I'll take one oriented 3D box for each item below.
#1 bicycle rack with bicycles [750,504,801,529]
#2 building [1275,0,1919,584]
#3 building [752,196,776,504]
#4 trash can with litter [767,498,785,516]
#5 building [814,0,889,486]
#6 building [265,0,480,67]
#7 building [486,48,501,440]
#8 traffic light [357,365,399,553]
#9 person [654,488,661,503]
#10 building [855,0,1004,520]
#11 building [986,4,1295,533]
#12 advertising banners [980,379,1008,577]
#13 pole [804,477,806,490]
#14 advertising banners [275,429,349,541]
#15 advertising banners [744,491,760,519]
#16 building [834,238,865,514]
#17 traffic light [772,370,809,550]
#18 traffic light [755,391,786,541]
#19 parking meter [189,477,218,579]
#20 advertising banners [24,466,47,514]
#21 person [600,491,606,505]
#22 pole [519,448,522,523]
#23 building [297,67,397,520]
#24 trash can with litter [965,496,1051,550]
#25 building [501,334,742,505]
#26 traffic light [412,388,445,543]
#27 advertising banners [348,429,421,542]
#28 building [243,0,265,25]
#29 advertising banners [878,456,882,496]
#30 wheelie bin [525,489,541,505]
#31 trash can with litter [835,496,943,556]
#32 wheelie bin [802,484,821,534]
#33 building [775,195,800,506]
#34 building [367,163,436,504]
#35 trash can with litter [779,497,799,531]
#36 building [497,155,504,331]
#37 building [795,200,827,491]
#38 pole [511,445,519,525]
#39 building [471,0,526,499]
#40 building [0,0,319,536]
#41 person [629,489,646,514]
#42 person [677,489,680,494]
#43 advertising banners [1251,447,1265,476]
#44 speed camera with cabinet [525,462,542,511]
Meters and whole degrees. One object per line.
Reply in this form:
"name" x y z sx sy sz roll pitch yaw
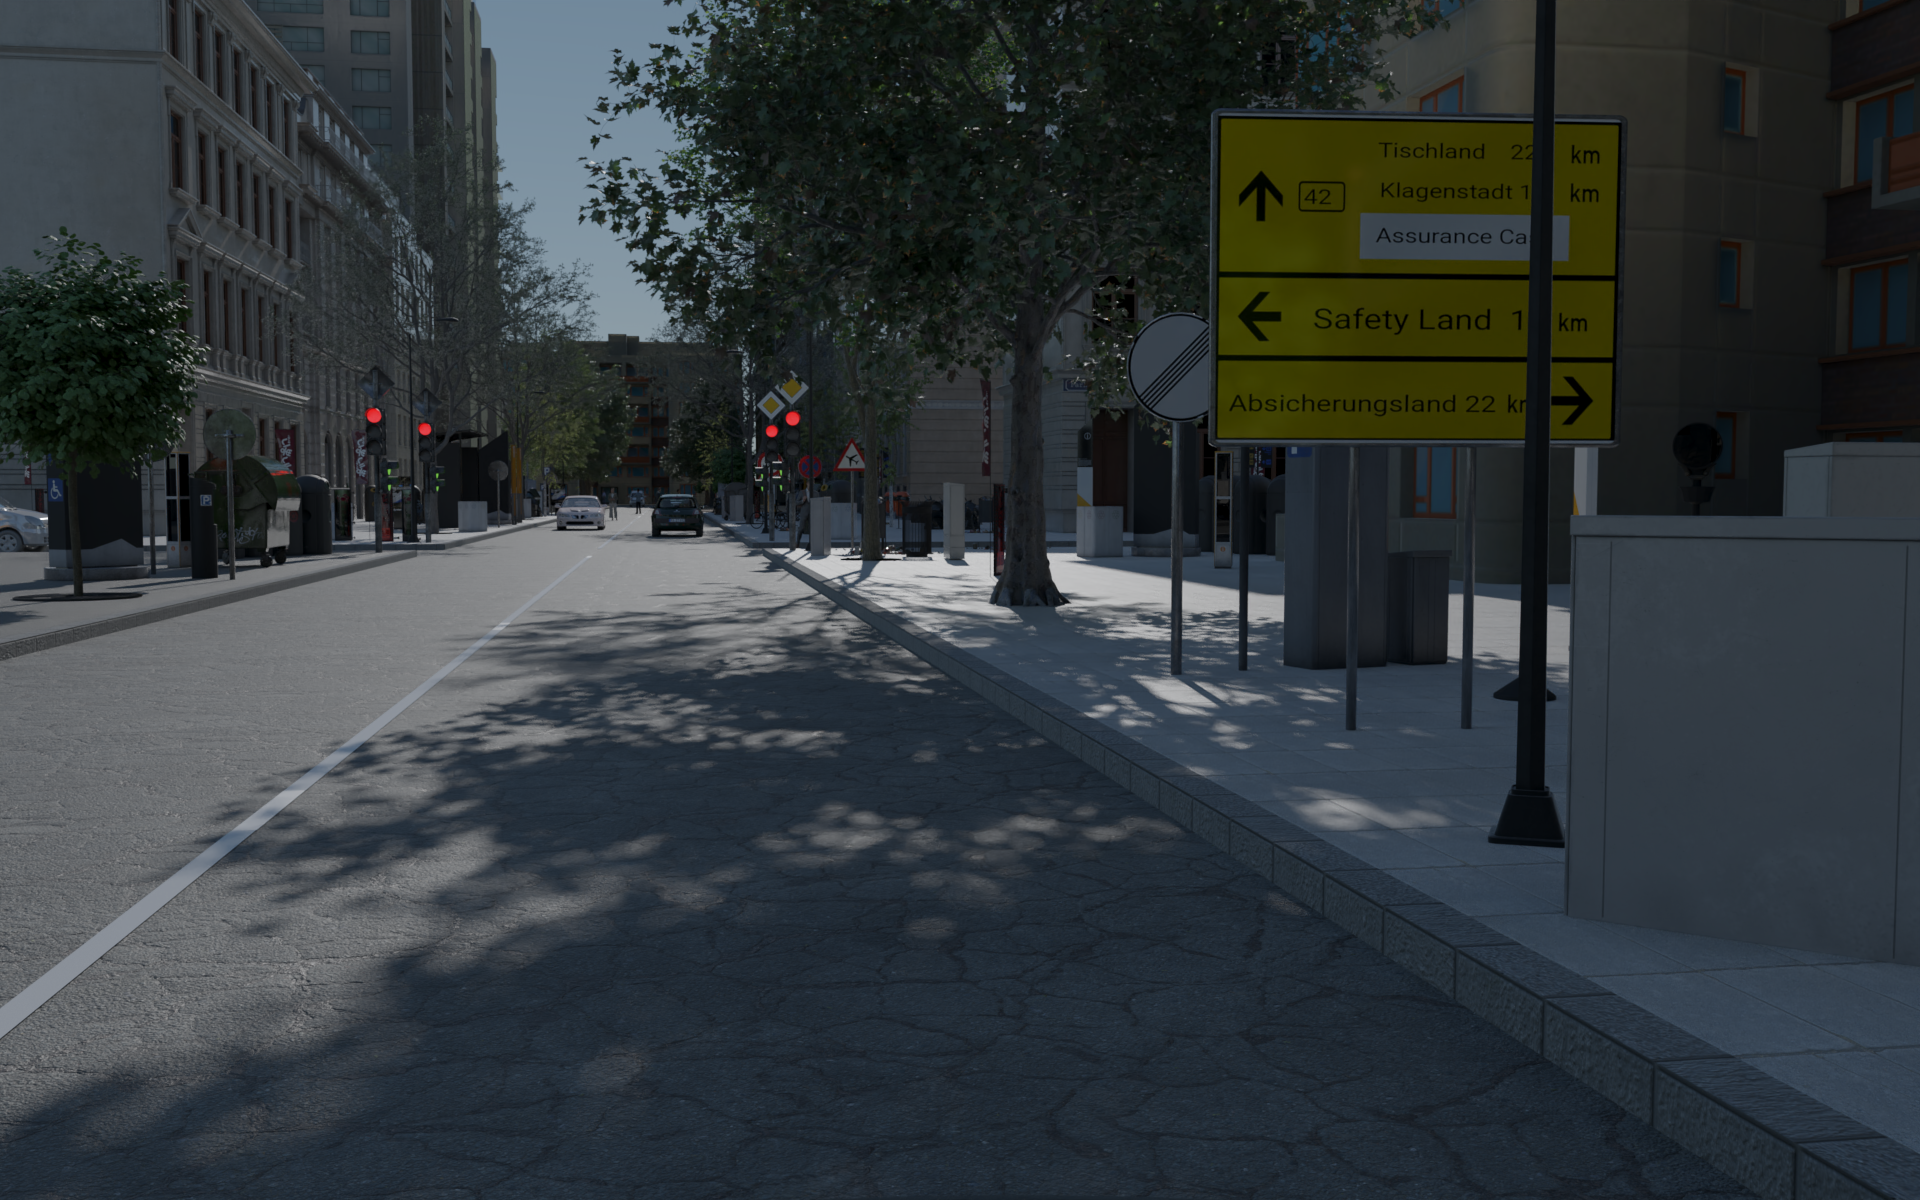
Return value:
"bicycle rack with bicycles" -6.336 -3.098 64.039 2.925 0.926 2.852 -1 4 -20
"building" 22.097 -10.745 20.729 27.650 21.520 28.899 -1 4 -10
"building" -14.026 -34.915 225.489 28.867 44.769 22.147 -1 4 -10
"trash can with litter" -10.832 -5.507 101.428 1.055 1.170 0.624 -3 5 -44
"building" -0.218 -31.867 140.631 23.786 49.044 30.456 -1 4 -10
"building" -45.953 -27.829 138.605 14.154 41.232 14.086 -1 4 -10
"building" -48.546 -28.712 153.040 14.154 41.232 14.086 -1 4 -10
"traffic light" -12.715 -2.991 37.832 0.839 4.253 0.868 -1 4 -10
"person" -19.757 -6.448 113.702 0.755 1.850 0.659 -1 4 -10
"building" 2.036 -18.851 94.124 13.634 28.700 20.117 -1 4 -10
"building" 12.160 -13.845 62.529 21.152 22.565 11.583 -1 4 -10
"advertising banners" 0.628 -1.901 27.277 0.090 3.025 2.074 1 4 18
"pole" -10.751 -7.735 120.307 0.158 3.312 0.155 0 3 0
"advertising banners" -17.485 -3.106 46.970 2.074 3.025 0.090 -3 4 -37
"advertising banners" -10.500 -5.707 89.500 0.090 3.025 2.074 -3 5 -44
"building" -1.376 -18.099 113.939 12.078 24.808 19.932 -1 4 -10
"traffic light" -3.832 -3.084 39.339 0.839 4.253 0.868 -1 4 -10
"traffic light" -5.158 -3.565 47.214 0.839 4.253 0.868 -1 4 -10
"parking meter" -11.520 -1.099 26.381 0.372 1.533 0.369 0 3 0
"advertising banners" -26.518 -3.285 49.902 0.090 3.025 2.074 0 4 -4
"person" -41.375 -11.755 200.559 0.599 1.838 0.709 -2 4 -35
"pole" -19.509 -5.065 76.663 0.158 3.312 0.155 0 3 0
"building" -35.676 -14.773 83.340 13.314 21.916 24.055 -1 4 -10
"trash can with litter" 1.011 -1.789 40.302 2.233 1.210 1.678 0 4 2
"building" -43.248 -23.190 224.193 28.899 21.520 27.650 -1 4 -10
"traffic light" -14.042 -3.473 45.706 0.839 4.253 0.868 -1 4 -10
"advertising banners" -15.510 -3.093 46.756 2.074 3.025 0.090 1 4 16
"building" -42.930 -26.982 124.750 14.154 41.232 14.086 -1 4 -10
"advertising banners" -3.820 -5.125 79.983 0.090 3.025 2.074 -1 4 -12
"wheelie bin" -25.071 -5.730 101.593 0.693 1.594 0.980 1 4 22
"trash can with litter" -1.435 -1.574 36.789 2.233 1.210 1.678 0 4 -8
"wheelie bin" -4.649 -2.886 55.096 0.693 1.594 0.980 -3 5 -41
"building" -7.982 -34.055 180.492 21.300 48.544 21.600 -1 4 -10
"building" -37.969 -15.227 103.709 10.420 20.320 16.860 -1 4 -10
"trash can with litter" -5.695 -3.018 60.408 1.678 1.210 2.233 1 4 10
"building" -72.646 -36.521 216.724 30.456 49.044 23.786 -1 4 -10
"building" -8.085 -31.334 162.423 14.600 45.320 14.200 -1 4 -10
"pole" -18.521 -4.773 71.889 0.158 3.312 0.155 0 3 0
"building" -60.080 -52.444 170.138 31.000 86.520 22.319 -1 4 -10
"building" -30.574 -13.750 60.963 11.583 22.565 21.152 -1 4 -10
"person" -23.288 -7.147 125.333 1.348 1.826 0.705 -2 4 -35
"person" -21.857 -7.716 134.660 0.705 1.823 1.348 0 4 2
"advertising banners" 8.406 -3.484 53.157 2.074 3.025 0.090 1 4 9
"speed camera with cabinet" -26.404 -6.905 107.231 0.660 3.252 2.038 -2 4 -28
